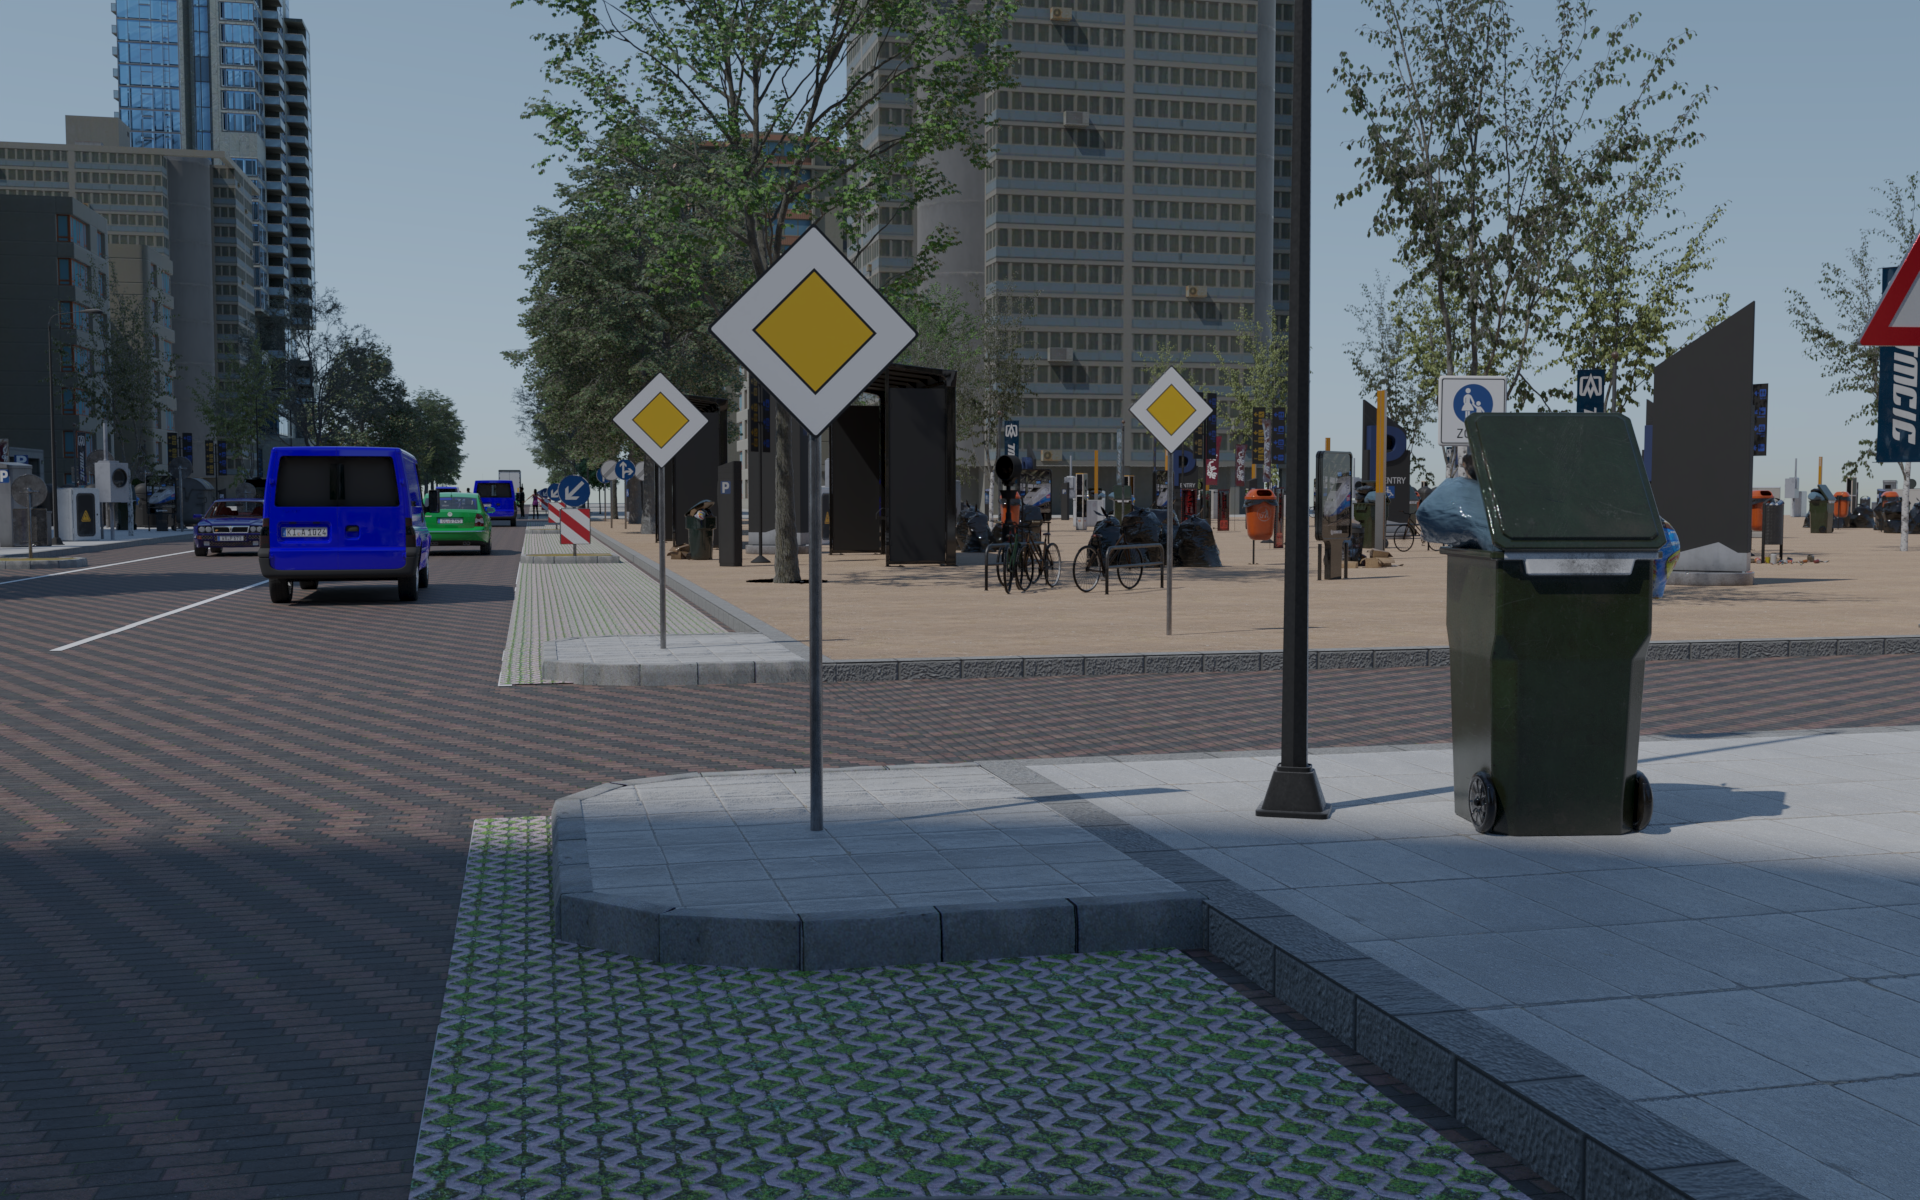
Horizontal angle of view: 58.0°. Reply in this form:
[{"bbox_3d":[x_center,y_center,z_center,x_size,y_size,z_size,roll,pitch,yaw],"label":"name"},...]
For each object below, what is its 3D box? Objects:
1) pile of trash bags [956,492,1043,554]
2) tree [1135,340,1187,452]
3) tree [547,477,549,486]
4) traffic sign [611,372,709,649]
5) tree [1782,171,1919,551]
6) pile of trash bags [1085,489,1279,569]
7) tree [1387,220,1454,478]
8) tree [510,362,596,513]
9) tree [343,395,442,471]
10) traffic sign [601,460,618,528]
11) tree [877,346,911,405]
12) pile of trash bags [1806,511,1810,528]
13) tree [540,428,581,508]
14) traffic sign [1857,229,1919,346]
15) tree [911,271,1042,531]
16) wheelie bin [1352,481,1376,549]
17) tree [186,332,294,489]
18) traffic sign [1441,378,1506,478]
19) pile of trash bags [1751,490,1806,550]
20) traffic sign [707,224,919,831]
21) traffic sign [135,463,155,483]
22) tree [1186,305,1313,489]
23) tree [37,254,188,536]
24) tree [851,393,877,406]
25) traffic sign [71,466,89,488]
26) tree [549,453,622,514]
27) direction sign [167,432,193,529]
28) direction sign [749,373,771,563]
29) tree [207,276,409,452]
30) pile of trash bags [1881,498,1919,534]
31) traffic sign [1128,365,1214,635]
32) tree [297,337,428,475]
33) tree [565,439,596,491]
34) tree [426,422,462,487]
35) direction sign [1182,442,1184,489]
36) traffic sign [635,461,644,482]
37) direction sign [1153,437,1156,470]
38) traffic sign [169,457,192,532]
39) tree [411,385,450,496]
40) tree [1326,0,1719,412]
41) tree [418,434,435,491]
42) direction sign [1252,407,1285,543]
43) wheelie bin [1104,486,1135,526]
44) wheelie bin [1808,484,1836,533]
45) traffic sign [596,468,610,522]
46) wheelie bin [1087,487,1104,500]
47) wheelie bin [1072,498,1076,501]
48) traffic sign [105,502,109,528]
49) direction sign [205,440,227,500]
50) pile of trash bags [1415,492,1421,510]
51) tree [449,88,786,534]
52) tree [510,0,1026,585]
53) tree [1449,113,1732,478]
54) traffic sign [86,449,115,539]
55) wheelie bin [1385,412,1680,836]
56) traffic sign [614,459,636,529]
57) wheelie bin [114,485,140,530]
[{"bbox_3d":[0.894,-1.748,38.327,1.912,1.369,3.447,-1,4,-8],"label":"pile of trash bags"},{"bbox_3d":[10.206,-8.082,82.499,4.737,8.622,4.395,0,3,0],"label":"tree"},{"bbox_3d":[-45.671,-13.136,198.484,4.285,4.588,4.351,0,3,0],"label":"tree"},{"bbox_3d":[-2.464,-0.652,14.303,0.795,2.450,0.064,-1,4,-14],"label":"traffic sign"},{"bbox_3d":[21.083,-5.411,38.838,4.360,8.622,3.978,0,3,0],"label":"tree"},{"bbox_3d":[4.064,-1.296,30.938,3.447,1.369,1.912,-1,4,-16],"label":"pile of trash bags"},{"bbox_3d":[12.522,-5.710,43.714,4.737,8.622,4.395,0,3,0],"label":"tree"},{"bbox_3d":[-26.120,-12.768,119.122,12.009,13.543,11.850,0,3,0],"label":"tree"},{"bbox_3d":[-51.529,-13.664,157.814,7.601,10.594,8.767,1,4,13],"label":"tree"},{"bbox_3d":[-13.087,-3.969,65.000,0.768,2.556,0.104,-1,4,-12],"label":"traffic sign"},{"bbox_3d":[-0.830,-7.301,69.741,4.360,8.622,3.978,0,3,0],"label":"tree"},{"bbox_3d":[33.867,-3.409,65.482,3.447,1.369,1.912,-1,4,-11],"label":"pile of trash bags"},{"bbox_3d":[-31.458,-12.838,144.318,7.601,10.594,8.767,1,4,11],"label":"tree"},{"bbox_3d":[3.651,-0.386,6.320,0.884,2.594,0.081,0,4,-7],"label":"traffic sign"},{"bbox_3d":[0.954,-6.556,57.556,4.360,8.622,3.978,0,3,0],"label":"tree"},{"bbox_3d":[9.703,-2.015,40.852,0.693,1.594,0.980,-2,4,-28],"label":"wheelie bin"},{"bbox_3d":[-32.308,-7.813,78.112,4.737,8.622,4.395,0,3,0],"label":"tree"},{"bbox_3d":[4.436,-0.792,15.082,0.606,2.300,0.079,0,4,-6],"label":"traffic sign"},{"bbox_3d":[16.726,-1.772,38.732,3.447,1.369,1.912,-1,4,-18],"label":"pile of trash bags"},{"bbox_3d":[-0.550,-0.178,6.550,0.795,2.450,0.064,-1,4,-14],"label":"traffic sign"},{"bbox_3d":[-33.259,-4.321,70.747,0.768,2.556,0.104,-1,4,-12],"label":"traffic sign"},{"bbox_3d":[11.721,-7.109,66.589,4.737,8.622,4.395,0,3,0],"label":"tree"},{"bbox_3d":[-25.524,-6.265,52.795,4.360,8.622,3.978,0,3,0],"label":"tree"},{"bbox_3d":[-4.341,-7.712,76.445,4.360,8.622,3.978,0,3,0],"label":"tree"},{"bbox_3d":[-31.957,-3.720,62.953,0.606,2.300,0.079,0,4,-7],"label":"traffic sign"},{"bbox_3d":[-22.871,-7.739,110.250,4.285,4.588,4.351,0,3,0],"label":"tree"},{"bbox_3d":[-28.731,-4.396,63.864,0.876,3.537,0.379,-3,5,-42],"label":"direction sign"},{"bbox_3d":[-3.716,-2.458,32.191,0.379,3.537,0.876,1,4,18],"label":"direction sign"},{"bbox_3d":[-36.376,-11.432,97.281,12.009,13.543,11.850,0,3,0],"label":"tree"},{"bbox_3d":[32.747,-3.161,61.432,3.447,1.369,1.912,3,5,44],"label":"pile of trash bags"},{"bbox_3d":[1.896,-0.885,15.655,0.795,2.450,0.064,-1,4,-9],"label":"traffic sign"},{"bbox_3d":[-43.188,-12.727,125.100,9.611,12.733,9.660,0,3,0],"label":"tree"},{"bbox_3d":[-33.307,-12.391,152.954,4.360,8.622,3.978,0,3,0],"label":"tree"},{"bbox_3d":[-72.596,-19.614,238.817,7.486,12.596,7.792,0,3,0],"label":"tree"},{"bbox_3d":[7.368,-3.994,57.293,0.379,3.537,0.876,1,4,10],"label":"direction sign"},{"bbox_3d":[-12.300,-4.118,67.437,0.768,2.556,0.104,-1,4,-10],"label":"traffic sign"},{"bbox_3d":[7.419,-4.530,66.061,0.379,3.537,0.876,0,4,2],"label":"direction sign"},{"bbox_3d":[-26.476,-3.594,58.865,0.768,2.556,0.104,0,4,-5],"label":"traffic sign"},{"bbox_3d":[-63.153,-18.233,204.770,9.857,13.997,8.962,0,3,0],"label":"tree"},{"bbox_3d":[5.930,-4.241,19.704,4.360,8.622,3.978,0,3,0],"label":"tree"},{"bbox_3d":[-54.966,-13.637,173.329,4.737,8.622,4.395,0,3,0],"label":"tree"},{"bbox_3d":[8.045,-3.254,45.208,0.876,3.537,0.379,-1,4,-9],"label":"direction sign"},{"bbox_3d":[5.965,-3.436,64.085,0.980,1.594,0.693,0,4,-2],"label":"wheelie bin"},{"bbox_3d":[28.151,-2.980,56.636,0.980,1.594,0.693,-3,5,-41],"label":"wheelie bin"},{"bbox_3d":[-16.523,-4.925,80.624,0.768,2.556,0.104,-1,4,-11],"label":"traffic sign"},{"bbox_3d":[6.435,-4.539,82.126,0.980,1.594,0.693,0,4,2],"label":"wheelie bin"},{"bbox_3d":[6.291,-5.058,90.612,0.693,1.594,0.980,-1,4,-21],"label":"wheelie bin"},{"bbox_3d":[-32.385,-4.012,65.705,0.768,2.556,0.104,-1,4,-9],"label":"traffic sign"},{"bbox_3d":[-31.373,-4.960,73.092,0.379,3.537,0.876,3,5,43],"label":"direction sign"},{"bbox_3d":[17.862,-3.904,73.575,3.447,1.369,1.912,0,4,-5],"label":"pile of trash bags"},{"bbox_3d":[-10.018,-9.087,55.234,9.857,13.997,8.962,0,3,0],"label":"tree"},{"bbox_3d":[-2.652,-6.055,24.752,9.928,11.665,9.643,0,3,0],"label":"tree"},{"bbox_3d":[13.027,-5.153,34.620,4.737,8.622,4.395,0,3,0],"label":"tree"},{"bbox_3d":[-24.422,-3.005,49.243,0.768,2.556,0.104,-1,4,-11],"label":"traffic sign"},{"bbox_3d":[2.234,0.073,6.712,0.980,1.594,0.693,0,4,-3],"label":"wheelie bin"},{"bbox_3d":[-12.267,-3.877,63.495,0.768,2.556,0.104,0,4,-6],"label":"traffic sign"},{"bbox_3d":[-29.764,-3.287,61.659,0.980,1.594,0.693,-3,5,-39],"label":"wheelie bin"}]
